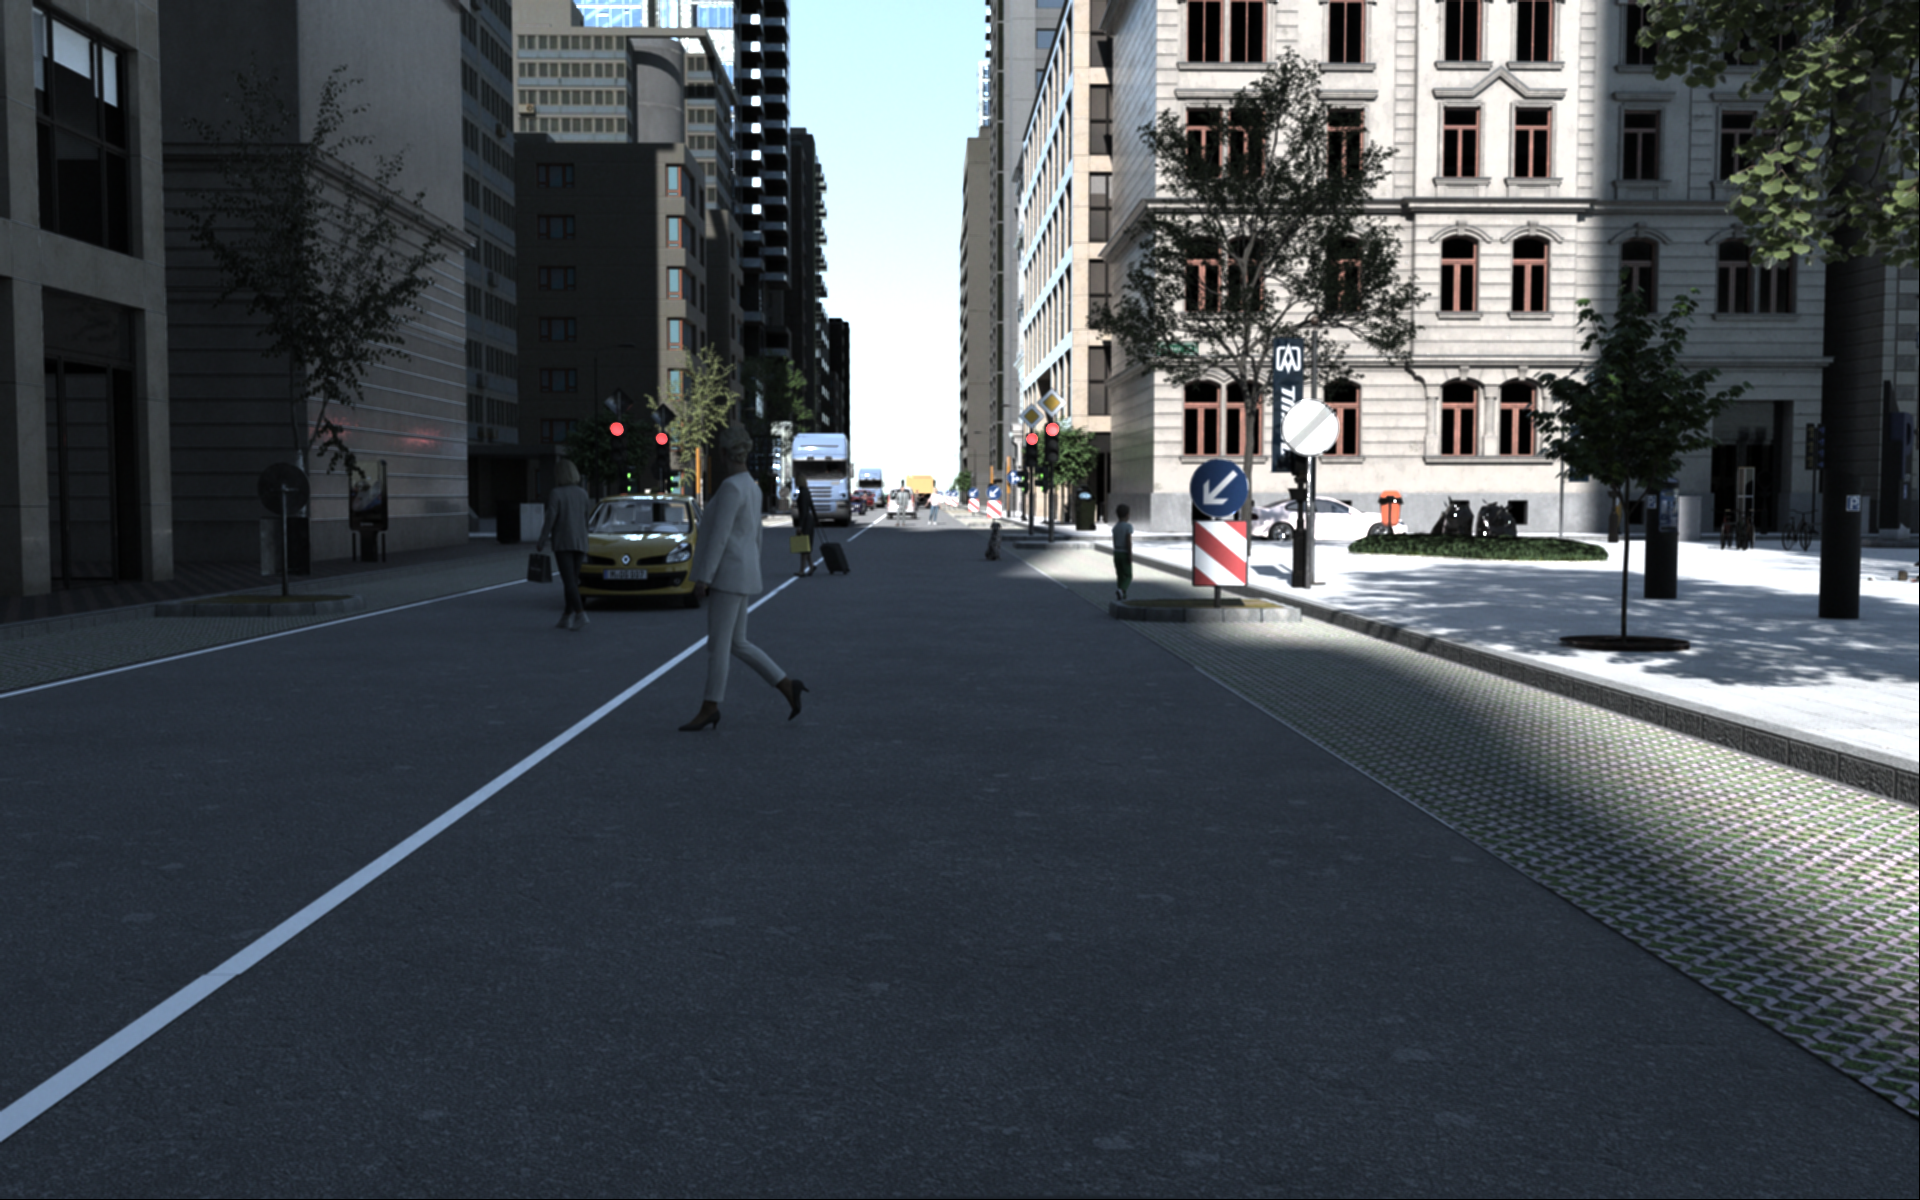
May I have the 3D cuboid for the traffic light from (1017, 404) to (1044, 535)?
[{"bbox_3d":[2.204,-3.973,53.878,0.839,4.253,0.868,0,4,-1],"label":"traffic light"}]

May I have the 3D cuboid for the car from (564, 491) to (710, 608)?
[{"bbox_3d":[-4.160,-0.778,22.949,2.015,1.641,3.980,0,4,-3],"label":"car"}]

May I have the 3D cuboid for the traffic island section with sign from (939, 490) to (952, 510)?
[{"bbox_3d":[-0.626,-8.892,154.008,1.989,1.847,2.006,0,4,-1],"label":"traffic island section with sign"}]

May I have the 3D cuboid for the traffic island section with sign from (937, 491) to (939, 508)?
[{"bbox_3d":[-1.309,-10.540,180.955,1.989,1.847,2.006,0,4,-1],"label":"traffic island section with sign"}]

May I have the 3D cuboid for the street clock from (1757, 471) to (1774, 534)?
[{"bbox_3d":[25.558,-3.085,55.010,0.471,2.002,0.358,1,4,19],"label":"street clock"}]

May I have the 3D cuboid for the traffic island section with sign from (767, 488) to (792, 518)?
[{"bbox_3d":[-10.468,-5.806,103.552,1.989,1.847,2.006,0,4,-1],"label":"traffic island section with sign"}]

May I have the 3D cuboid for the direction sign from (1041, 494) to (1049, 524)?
[{"bbox_3d":[3.670,-5.050,74.560,0.876,3.537,0.379,0,4,5],"label":"direction sign"}]

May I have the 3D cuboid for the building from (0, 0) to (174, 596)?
[{"bbox_3d":[-21.014,-12.450,8.080,19.350,26.468,34.151,0,4,-1],"label":"building"}]

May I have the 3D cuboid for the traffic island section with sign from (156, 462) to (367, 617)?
[{"bbox_3d":[-8.367,-0.759,21.033,1.989,1.847,2.006,0,4,-1],"label":"traffic island section with sign"}]

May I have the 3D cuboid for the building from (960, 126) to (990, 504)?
[{"bbox_3d":[11.268,-36.750,224.563,21.300,48.544,21.600,0,4,-1],"label":"building"}]

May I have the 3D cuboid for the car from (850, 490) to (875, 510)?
[{"bbox_3d":[-8.712,-8.918,154.484,2.281,1.827,5.304,0,4,-3],"label":"car"}]

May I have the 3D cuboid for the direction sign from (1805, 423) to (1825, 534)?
[{"bbox_3d":[27.464,-3.895,55.673,0.876,3.537,0.379,-2,4,-27],"label":"direction sign"}]

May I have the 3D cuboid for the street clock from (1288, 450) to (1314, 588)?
[{"bbox_3d":[4.671,-1.174,23.763,0.358,2.002,0.471,0,4,2],"label":"street clock"}]

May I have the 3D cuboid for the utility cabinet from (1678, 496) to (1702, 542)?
[{"bbox_3d":[19.571,-2.195,47.053,1.020,1.237,0.306,1,4,15],"label":"utility cabinet"}]

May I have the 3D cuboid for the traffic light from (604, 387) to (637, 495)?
[{"bbox_3d":[-8.950,-3.466,45.592,0.839,4.253,0.868,0,4,-1],"label":"traffic light"}]

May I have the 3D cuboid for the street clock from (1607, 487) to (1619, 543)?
[{"bbox_3d":[17.271,-2.518,45.735,0.471,2.002,0.358,-2,4,-34],"label":"street clock"}]

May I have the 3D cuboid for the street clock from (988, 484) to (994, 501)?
[{"bbox_3d":[2.190,-7.103,120.696,0.471,2.002,0.358,0,4,1],"label":"street clock"}]

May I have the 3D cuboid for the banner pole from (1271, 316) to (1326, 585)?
[{"bbox_3d":[4.776,-2.107,24.466,0.863,3.779,0.401,-1,4,-13],"label":"banner pole"}]

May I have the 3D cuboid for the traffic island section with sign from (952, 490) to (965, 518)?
[{"bbox_3d":[0.675,-5.786,103.230,1.989,1.847,2.006,0,4,-1],"label":"traffic island section with sign"}]

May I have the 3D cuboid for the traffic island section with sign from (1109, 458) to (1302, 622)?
[{"bbox_3d":[2.776,-0.704,20.143,1.989,1.847,2.006,0,4,-1],"label":"traffic island section with sign"}]

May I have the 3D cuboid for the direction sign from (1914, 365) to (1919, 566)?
[{"bbox_3d":[17.209,-2.370,30.741,0.876,3.537,0.379,-2,4,-33],"label":"direction sign"}]

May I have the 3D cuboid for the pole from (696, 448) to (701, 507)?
[{"bbox_3d":[-11.519,-5.044,76.319,0.158,3.312,0.155,0,3,0],"label":"pole"}]

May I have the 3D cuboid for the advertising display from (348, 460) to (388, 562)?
[{"bbox_3d":[-11.215,-1.689,32.824,0.974,1.923,0.123,2,4,32],"label":"advertising display"}]

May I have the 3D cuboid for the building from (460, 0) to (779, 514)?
[{"bbox_3d":[-31.364,-27.397,139.815,32.217,40.220,23.993,0,4,-1],"label":"building"}]

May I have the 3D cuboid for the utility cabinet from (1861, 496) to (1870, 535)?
[{"bbox_3d":[28.706,-2.681,55.002,0.306,1.237,1.020,2,4,27],"label":"utility cabinet"}]

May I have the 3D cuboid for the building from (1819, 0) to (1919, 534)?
[{"bbox_3d":[41.556,-16.132,61.021,25.104,27.353,12.463,0,4,-1],"label":"building"}]

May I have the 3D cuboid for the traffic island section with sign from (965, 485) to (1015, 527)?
[{"bbox_3d":[1.356,-4.129,76.131,1.989,1.847,2.006,0,4,-1],"label":"traffic island section with sign"}]

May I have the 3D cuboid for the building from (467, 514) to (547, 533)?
[{"bbox_3d":[-30.398,-22.797,64.614,32.217,40.220,23.993,0,4,-1],"label":"building"}]

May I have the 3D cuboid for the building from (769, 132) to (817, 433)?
[{"bbox_3d":[-23.268,-31.032,190.963,14.154,41.232,14.086,0,4,-1],"label":"building"}]

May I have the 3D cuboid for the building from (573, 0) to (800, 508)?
[{"bbox_3d":[-26.413,-52.224,166.531,22.319,86.520,31.000,0,4,-1],"label":"building"}]

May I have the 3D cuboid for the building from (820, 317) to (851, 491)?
[{"bbox_3d":[-24.969,-31.035,279.130,14.160,30.474,14.107,0,4,-1],"label":"building"}]

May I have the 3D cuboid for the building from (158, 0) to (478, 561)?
[{"bbox_3d":[-24.079,-11.998,37.965,24.055,21.916,13.314,0,4,-1],"label":"building"}]

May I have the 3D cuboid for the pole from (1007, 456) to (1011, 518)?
[{"bbox_3d":[2.648,-6.123,93.948,0.158,3.312,0.155,0,3,0],"label":"pole"}]

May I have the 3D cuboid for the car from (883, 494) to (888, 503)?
[{"bbox_3d":[-10.112,-13.453,228.759,1.959,1.807,4.718,0,4,-3],"label":"car"}]

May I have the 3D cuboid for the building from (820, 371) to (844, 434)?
[{"bbox_3d":[-31.660,-25.243,257.764,27.650,21.520,28.899,0,4,-1],"label":"building"}]

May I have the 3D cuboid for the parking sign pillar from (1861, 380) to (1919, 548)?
[{"bbox_3d":[22.471,-3.246,41.544,1.447,3.967,1.447,3,5,40],"label":"parking sign pillar"}]

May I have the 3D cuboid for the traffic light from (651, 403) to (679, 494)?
[{"bbox_3d":[-9.153,-3.954,53.574,0.839,4.253,0.868,0,4,-1],"label":"traffic light"}]

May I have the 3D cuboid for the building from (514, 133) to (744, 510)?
[{"bbox_3d":[-27.732,-15.572,99.645,27.650,21.520,28.899,0,4,-1],"label":"building"}]

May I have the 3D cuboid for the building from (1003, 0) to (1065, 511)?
[{"bbox_3d":[14.097,-36.877,144.943,21.231,58.520,28.212,0,4,-1],"label":"building"}]

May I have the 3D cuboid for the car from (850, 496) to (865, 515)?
[{"bbox_3d":[-7.402,-6.445,117.954,1.945,1.354,3.894,0,4,0],"label":"car"}]

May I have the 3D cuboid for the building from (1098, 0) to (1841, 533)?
[{"bbox_3d":[17.187,-16.809,62.211,23.554,28.519,14.401,0,4,-1],"label":"building"}]

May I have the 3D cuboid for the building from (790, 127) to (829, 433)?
[{"bbox_3d":[-28.801,-37.172,227.365,23.786,49.044,30.456,0,4,-1],"label":"building"}]

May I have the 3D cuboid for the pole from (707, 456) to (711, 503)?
[{"bbox_3d":[-13.431,-6.050,92.762,0.158,3.312,0.155,0,3,0],"label":"pole"}]

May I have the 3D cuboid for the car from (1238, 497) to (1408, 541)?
[{"bbox_3d":[10.365,-2.277,49.593,4.827,1.381,2.083,0,4,-1],"label":"car"}]

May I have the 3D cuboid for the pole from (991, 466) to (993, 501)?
[{"bbox_3d":[2.326,-8.075,125.871,0.158,3.312,0.155,0,3,0],"label":"pole"}]

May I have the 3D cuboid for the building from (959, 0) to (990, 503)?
[{"bbox_3d":[11.398,-57.325,249.927,22.319,86.520,31.000,0,4,-1],"label":"building"}]

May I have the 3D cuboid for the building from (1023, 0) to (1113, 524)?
[{"bbox_3d":[13.997,-17.551,91.476,19.350,26.468,34.151,0,4,-1],"label":"building"}]

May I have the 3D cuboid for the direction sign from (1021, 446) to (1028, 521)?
[{"bbox_3d":[3.071,-5.522,82.277,0.379,3.537,0.876,-1,4,-11],"label":"direction sign"}]

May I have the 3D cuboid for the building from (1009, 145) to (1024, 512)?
[{"bbox_3d":[10.684,-20.366,118.880,13.634,28.700,20.117,0,4,-1],"label":"building"}]

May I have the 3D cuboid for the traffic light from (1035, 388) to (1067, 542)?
[{"bbox_3d":[2.407,-3.485,45.895,0.839,4.253,0.868,0,4,-1],"label":"traffic light"}]

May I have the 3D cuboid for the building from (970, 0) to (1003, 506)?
[{"bbox_3d":[11.755,-46.152,192.836,20.563,71.187,20.611,0,4,-1],"label":"building"}]

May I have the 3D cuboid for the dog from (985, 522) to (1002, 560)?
[{"bbox_3d":[0.630,-1.269,37.578,0.800,0.831,0.513,-2,4,-34],"label":"dog"}]

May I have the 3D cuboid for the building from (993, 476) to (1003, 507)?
[{"bbox_3d":[19.383,-29.347,171.698,32.217,40.220,23.993,0,4,-1],"label":"building"}]

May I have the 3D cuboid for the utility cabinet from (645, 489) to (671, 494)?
[{"bbox_3d":[-14.126,-4.424,81.019,1.173,1.500,0.318,1,4,17],"label":"utility cabinet"}]
